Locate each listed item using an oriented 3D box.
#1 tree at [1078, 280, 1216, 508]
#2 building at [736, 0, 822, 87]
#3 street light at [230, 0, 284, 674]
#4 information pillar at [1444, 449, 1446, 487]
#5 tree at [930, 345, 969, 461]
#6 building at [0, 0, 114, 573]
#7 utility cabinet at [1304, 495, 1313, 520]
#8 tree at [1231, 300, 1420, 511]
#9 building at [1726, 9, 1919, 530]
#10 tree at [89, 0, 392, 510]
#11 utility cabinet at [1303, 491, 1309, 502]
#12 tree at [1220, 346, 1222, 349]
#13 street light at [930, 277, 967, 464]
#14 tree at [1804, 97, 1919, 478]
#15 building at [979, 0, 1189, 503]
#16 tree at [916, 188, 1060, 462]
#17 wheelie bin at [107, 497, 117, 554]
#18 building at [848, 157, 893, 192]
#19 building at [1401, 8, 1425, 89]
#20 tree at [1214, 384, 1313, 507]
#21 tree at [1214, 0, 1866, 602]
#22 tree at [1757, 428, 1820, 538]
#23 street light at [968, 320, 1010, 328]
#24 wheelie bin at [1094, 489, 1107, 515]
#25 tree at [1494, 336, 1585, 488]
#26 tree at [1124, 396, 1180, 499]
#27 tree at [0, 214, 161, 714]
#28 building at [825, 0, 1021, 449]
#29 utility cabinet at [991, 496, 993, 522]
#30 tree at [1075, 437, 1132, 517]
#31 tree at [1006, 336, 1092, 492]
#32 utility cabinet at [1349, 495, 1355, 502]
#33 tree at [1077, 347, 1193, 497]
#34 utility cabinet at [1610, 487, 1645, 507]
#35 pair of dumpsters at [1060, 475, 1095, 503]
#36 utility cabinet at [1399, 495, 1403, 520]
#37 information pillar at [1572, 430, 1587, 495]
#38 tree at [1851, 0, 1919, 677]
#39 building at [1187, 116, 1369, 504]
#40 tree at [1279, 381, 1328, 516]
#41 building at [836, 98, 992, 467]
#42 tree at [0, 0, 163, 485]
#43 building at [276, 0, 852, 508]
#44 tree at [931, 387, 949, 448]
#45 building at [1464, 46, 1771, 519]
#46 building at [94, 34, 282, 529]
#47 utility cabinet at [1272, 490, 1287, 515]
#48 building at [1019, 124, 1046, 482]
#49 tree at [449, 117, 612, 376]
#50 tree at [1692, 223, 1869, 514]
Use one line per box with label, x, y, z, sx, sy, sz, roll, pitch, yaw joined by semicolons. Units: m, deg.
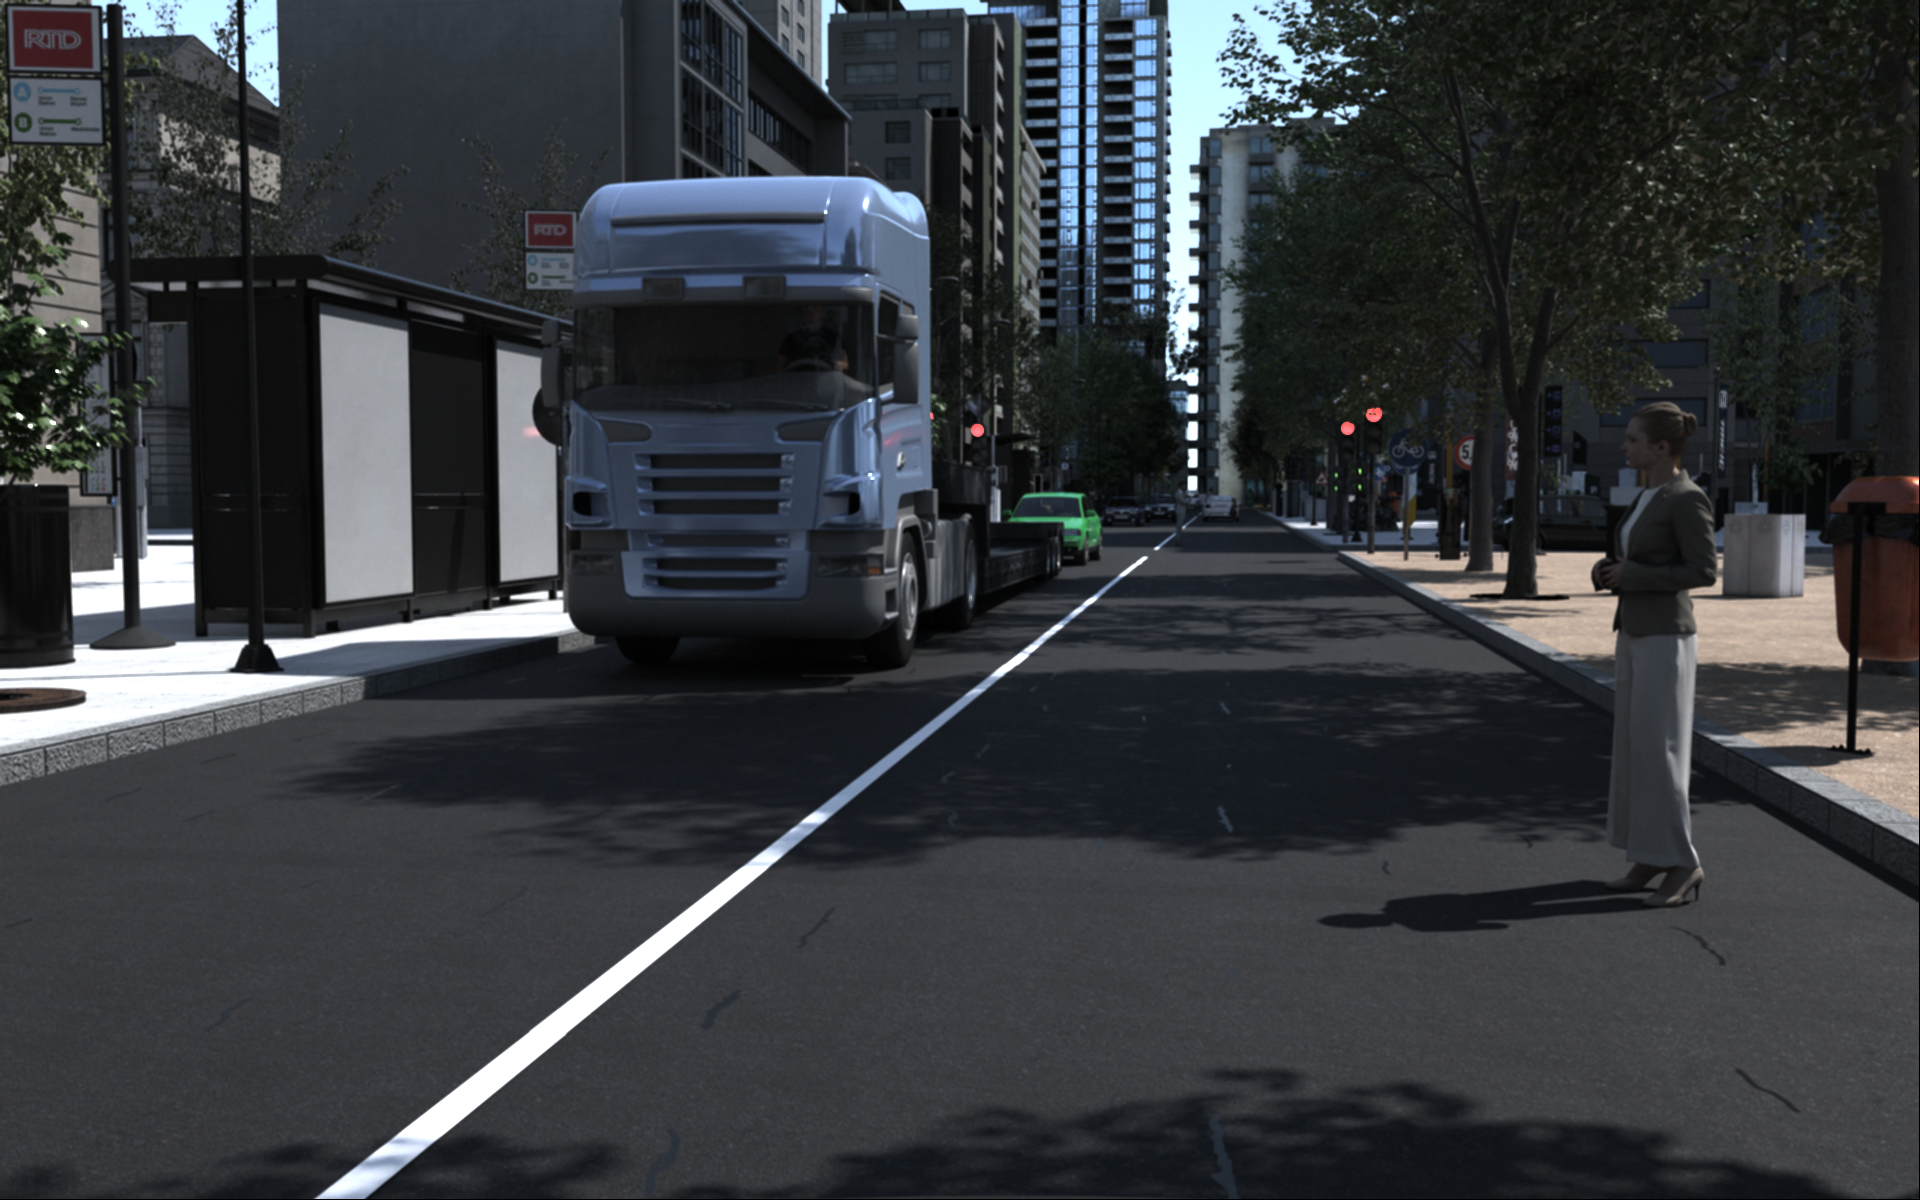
tree;17.466;-18.058;151.142;12.611;20.169;13.585;0;3;0
building;-26.238;-45.433;181.076;20.611;71.187;20.563;1;4;9
street light;-4.555;-2.430;12.271;1.470;5.913;1.316;1;4;9
information pillar;25.245;-6.020;89.788;0.504;3.616;0.183;-3;5;-44
tree;-1.696;-8.181;84.128;4.737;8.622;4.395;0;3;0
building;-27.141;-13.913;24.736;25.104;27.353;12.463;1;4;9
utility cabinet;16.922;-4.454;83.983;0.306;1.237;1.020;0;4;2
tree;17.107;-8.787;78.088;7.601;10.594;8.767;0;4;-4
building;43.929;-24.914;61.965;28.867;44.769;22.147;1;4;9
tree;-10.443;-4.557;24.874;4.360;8.622;3.978;0;3;0
utility cabinet;22.765;-6.447;114.084;0.318;1.500;1.173;0;4;5
tree;13.313;-8.897;63.600;7.486;12.596;7.792;0;3;0
street light;-0.725;-3.960;37.279;1.470;5.913;1.316;1;4;9
tree;16.663;-4.831;29.344;4.360;8.622;3.978;0;3;0
building;14.360;-55.851;225.827;31.000;86.520;22.319;1;4;9
tree;-0.335;-7.245;52.873;8.767;10.594;7.601;-3;5;-43
wheelie bin;-18.297;-1.766;36.784;0.980;1.594;0.693;-1;4;-10
building;-9.004;-16.168;100.504;11.583;22.565;21.152;1;4;9
building;52.450;-33.327;164.496;23.786;49.044;30.456;1;4;9
tree;30.451;-16.064;173.009;12.009;13.543;11.850;0;3;0
tree;6.770;-5.808;20.710;9.928;11.665;9.643;0;3;0
tree;24.600;-3.466;51.267;1.663;3.219;1.824;0;3;0
street light;0.636;-4.515;46.358;1.470;5.913;1.316;1;4;9
wheelie bin;8.455;-5.914;104.599;0.693;1.594;0.980;-3;5;-40
tree;23.442;-7.409;71.505;4.737;8.622;4.395;0;3;0
tree;19.515;-16.072;180.910;7.486;12.596;7.792;0;3;0
tree;-5.819;-0.960;10.291;1.663;3.219;1.824;0;3;0
building;-2.714;-28.156;143.942;14.154;41.232;14.086;1;4;9
utility cabinet;0.447;-2.504;52.101;1.020;1.237;0.306;1;4;19
tree;8.193;-7.044;98.876;4.285;4.588;4.351;0;3;0
tree;4.302;-8.018;81.453;4.737;8.622;4.395;0;3;0
utility cabinet;17.444;-4.087;77.988;0.306;1.237;1.020;2;4;33
tree;13.483;-13.366;135.546;9.611;12.733;9.660;0;3;0
utility cabinet;20.415;-2.694;52.733;1.173;1.500;0.318;1;4;15
pair of dumpsters;5.833;-5.129;86.345;1.574;2.255;4.437;1;4;9
utility cabinet;21.675;-4.522;85.093;1.020;1.237;0.306;0;4;3
information pillar;22.468;-4.375;62.883;0.504;3.616;0.183;1;4;23
tree;6.274;-5.746;12.071;7.486;12.596;7.792;0;3;0
building;44.810;-36.894;222.826;30.456;49.044;23.786;1;4;9
tree;20.361;-9.291;102.267;4.737;8.622;4.395;0;3;0
building;-5.508;-21.943;130.463;14.160;30.474;14.107;1;4;9
tree;-10.963;-4.206;19.125;4.737;8.622;4.395;0;3;0
building;-14.667;-15.622;74.482;14.314;24.678;30.058;1;4;9
tree;-1.872;-3.105;34.479;4.285;4.588;4.351;0;3;0
building;38.347;-34.224;101.556;21.231;58.520;28.212;1;4;9
building;-37.222;-12.498;68.973;19.286;19.102;10.561;1;4;9
utility cabinet;19.878;-6.011;106.964;1.173;1.500;0.318;3;5;42
building;-4.203;-29.446;173.327;23.993;40.220;32.217;1;4;9
tree;-8.530;-5.151;34.585;4.360;8.622;3.978;0;3;0
tree;21.140;-5.823;45.561;4.737;8.622;4.395;0;3;0
